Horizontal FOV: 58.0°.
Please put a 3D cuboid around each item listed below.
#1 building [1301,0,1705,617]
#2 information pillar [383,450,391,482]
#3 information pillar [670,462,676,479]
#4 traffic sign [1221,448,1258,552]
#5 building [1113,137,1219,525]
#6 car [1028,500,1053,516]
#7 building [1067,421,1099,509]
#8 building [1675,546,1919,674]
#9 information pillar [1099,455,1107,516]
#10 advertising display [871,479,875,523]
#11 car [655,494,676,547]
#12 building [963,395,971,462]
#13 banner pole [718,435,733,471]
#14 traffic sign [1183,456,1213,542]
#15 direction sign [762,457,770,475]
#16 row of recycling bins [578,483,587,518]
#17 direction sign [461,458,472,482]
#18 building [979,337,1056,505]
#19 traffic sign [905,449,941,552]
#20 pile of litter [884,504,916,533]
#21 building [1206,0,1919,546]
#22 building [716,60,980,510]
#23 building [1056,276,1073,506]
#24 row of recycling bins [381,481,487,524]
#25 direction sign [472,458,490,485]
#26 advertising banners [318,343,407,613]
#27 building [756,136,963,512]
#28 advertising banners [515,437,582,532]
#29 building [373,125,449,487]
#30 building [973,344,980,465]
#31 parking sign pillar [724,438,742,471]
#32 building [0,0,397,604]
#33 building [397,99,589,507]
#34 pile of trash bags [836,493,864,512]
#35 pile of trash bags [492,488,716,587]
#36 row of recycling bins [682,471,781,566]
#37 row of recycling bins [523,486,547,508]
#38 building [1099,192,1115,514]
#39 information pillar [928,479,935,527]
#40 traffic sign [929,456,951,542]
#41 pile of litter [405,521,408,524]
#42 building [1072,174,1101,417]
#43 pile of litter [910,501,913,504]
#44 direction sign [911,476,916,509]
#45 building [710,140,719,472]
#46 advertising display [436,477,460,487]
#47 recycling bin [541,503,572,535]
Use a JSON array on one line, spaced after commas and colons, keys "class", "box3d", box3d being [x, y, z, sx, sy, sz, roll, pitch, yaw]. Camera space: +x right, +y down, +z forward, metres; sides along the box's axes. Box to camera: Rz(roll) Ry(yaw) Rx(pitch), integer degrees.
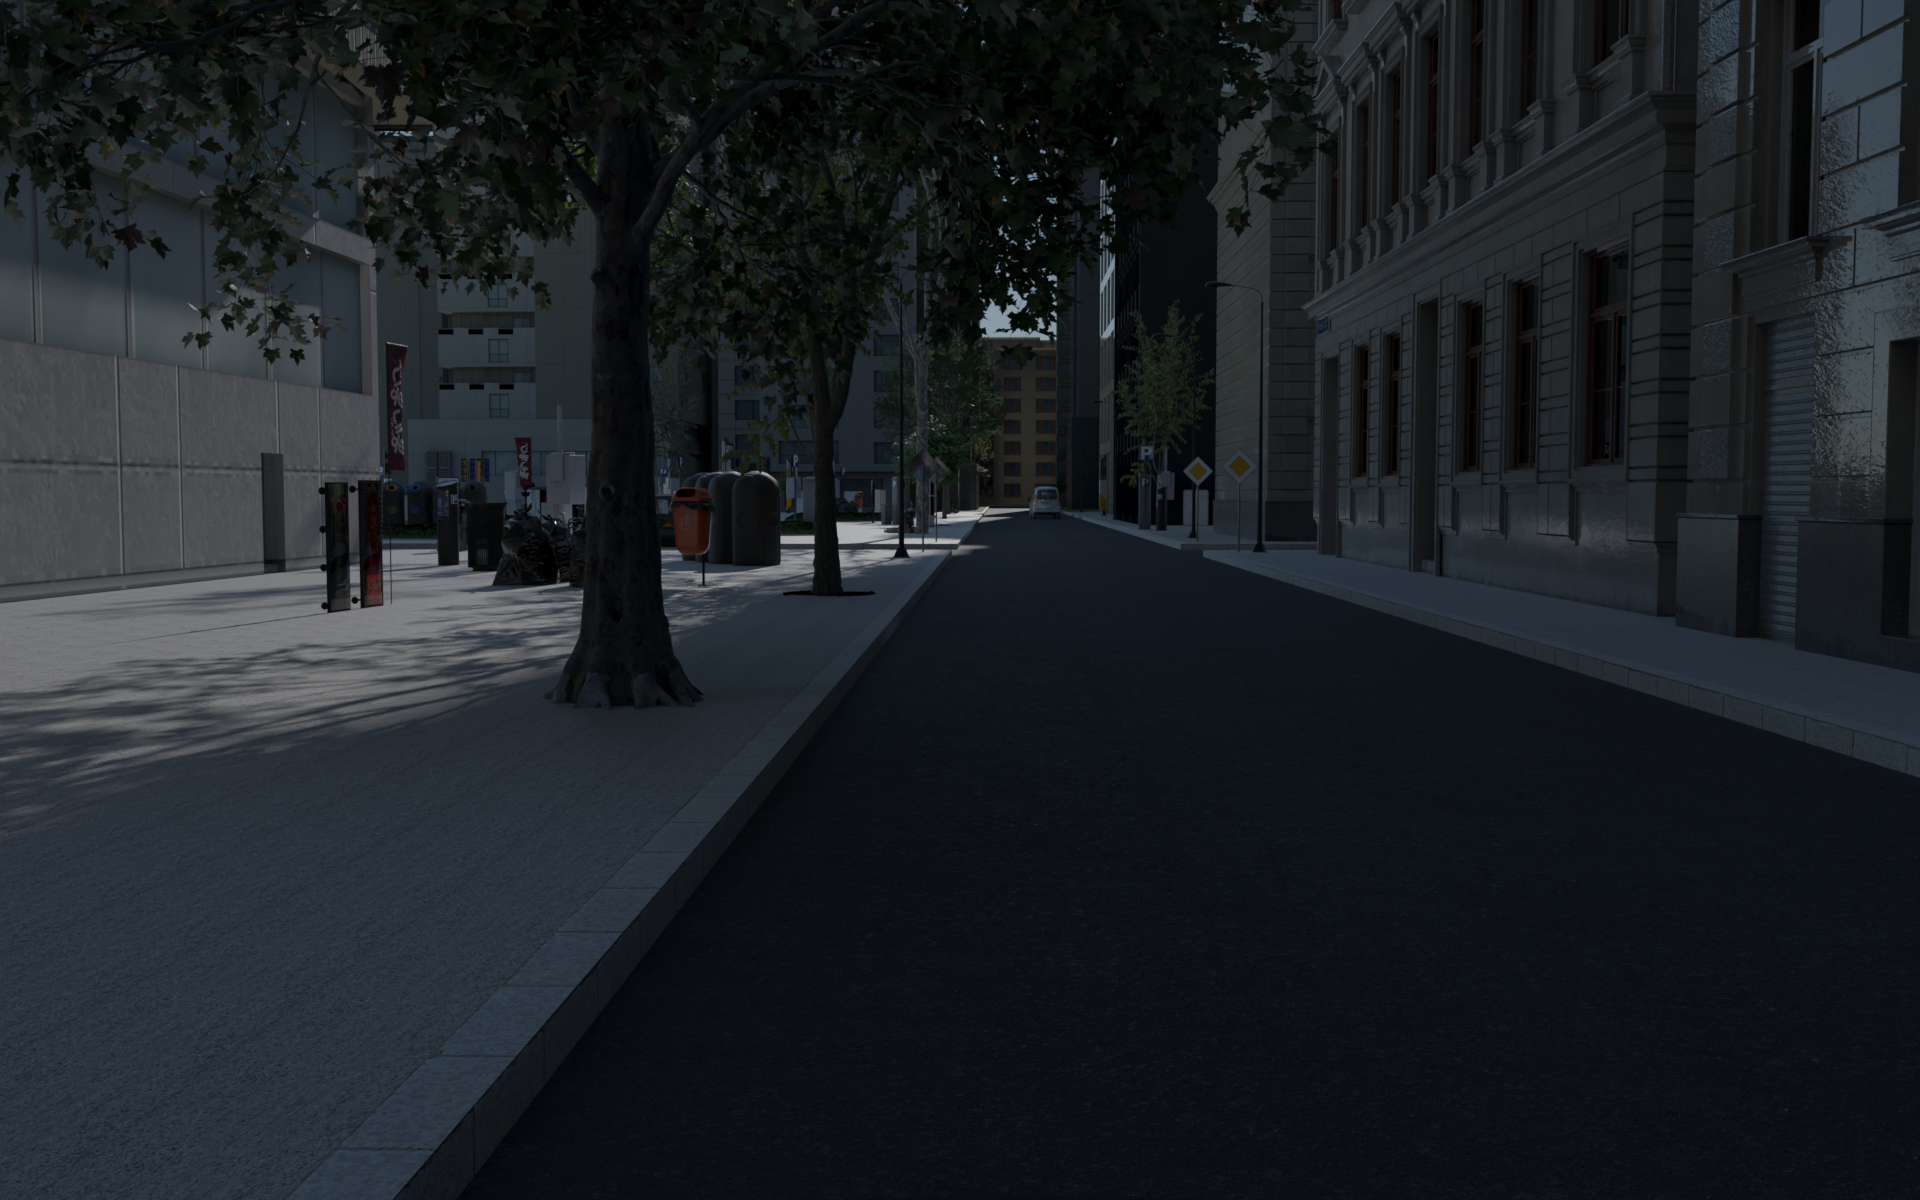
[{"class": "building", "box3d": [12.461, -11.673, 27.014, 11.583, 22.565, 21.152, 0, 4, 1]}, {"class": "information pillar", "box3d": [-30.636, -6.198, 92.696, 0.183, 3.616, 0.504, 2, 4, 25]}, {"class": "information pillar", "box3d": [-20.241, -7.992, 122.027, 0.504, 3.616, 0.183, 1, 4, 10]}, {"class": "traffic sign", "box3d": [6.127, -2.103, 38.034, 0.795, 2.450, 0.064, 0, 4, 1]}, {"class": "building", "box3d": [13.634, -15.185, 77.947, 12.332, 23.373, 15.834, 0, 4, 1]}, {"class": "car", "box3d": [5.324, -6.173, 110.516, 1.945, 1.707, 3.694, 0, 4, 1]}, {"class": "building", "box3d": [20.362, -50.406, 136.817, 22.319, 86.520, 31.000, 0, 4, 1]}, {"class": "building", "box3d": [12.310, -12.631, 3.782, 12.463, 27.353, 25.104, 0, 4, 1]}, {"class": "information pillar", "box3d": [8.526, -6.839, 103.167, 0.504, 3.616, 0.183, -2, 4, -30]}, {"class": "advertising display", "box3d": [-3.837, -4.354, 76.408, 0.123, 1.923, 0.974, 0, 4, -6]}, {"class": "car", "box3d": [-6.504, -1.961, 41.852, 4.222, 1.686, 2.009, 0, 4, 2]}, {"class": "building", "box3d": [-6.043, -23.970, 163.608, 14.160, 30.474, 14.107, 0, 4, 1]}, {"class": "banner pole", "box3d": [-10.056, -5.145, 74.145, 0.863, 3.779, 0.401, -2, 4, -30]}, {"class": "traffic sign", "box3d": [6.312, -2.592, 46.017, 0.795, 2.450, 0.064, 0, 4, 1]}, {"class": "direction sign", "box3d": [-11.872, -6.990, 106.289, 0.379, 3.537, 0.876, 2, 4, 25]}, {"class": "row of recycling bins", "box3d": [-13.831, -3.622, 66.335, 1.069, 1.692, 3.534, 3, 5, 40]}, {"class": "direction sign", "box3d": [-31.231, -7.219, 110.029, 0.876, 3.537, 0.379, -2, 4, -25]}, {"class": "building", "box3d": [-1.186, -22.848, 218.605, 28.899, 21.520, 27.650, 0, 4, 1]}, {"class": "traffic sign", "box3d": [-0.815, -2.115, 38.215, 0.795, 2.450, 0.064, 0, 4, 1]}, {"class": "pile of litter", "box3d": [-1.878, -2.633, 57.011, 1.176, 0.858, 1.719, -1, 4, -16]}, {"class": "building", "box3d": [20.477, -15.536, 51.284, 25.104, 27.353, 12.463, 0, 4, 1]}, {"class": "building", "box3d": [-8.648, -43.232, 145.094, 20.563, 71.187, 20.611, 0, 4, 1]}, {"class": "building", "box3d": [17.487, -30.922, 189.170, 14.154, 41.232, 14.086, 0, 4, 1]}, {"class": "row of recycling bins", "box3d": [-16.240, -2.828, 53.344, 3.534, 1.692, 1.069, 1, 4, 10]}, {"class": "direction sign", "box3d": [-30.212, -7.202, 109.755, 0.876, 3.537, 0.379, -3, 5, -41]}, {"class": "advertising banners", "box3d": [-6.686, -1.429, 19.558, 0.090, 3.025, 2.074, 1, 4, 8]}, {"class": "building", "box3d": [-7.199, -21.833, 128.676, 14.160, 30.474, 14.107, 0, 4, 1]}, {"class": "advertising banners", "box3d": [-12.695, -3.497, 53.371, 2.074, 3.025, 0.090, 0, 4, 6]}, {"class": "building", "box3d": [-62.048, -31.079, 191.731, 14.086, 41.232, 14.154, 0, 4, 1]}, {"class": "building", "box3d": [-4.976, -33.006, 189.751, 14.200, 45.320, 14.600, 0, 4, 1]}, {"class": "parking sign pillar", "box3d": [-10.886, -5.797, 83.253, 1.447, 3.967, 1.447, 1, 4, 16]}, {"class": "building", "box3d": [-23.440, -26.371, 20.399, 27.495, 52.752, 28.713, 0, 4, 1]}, {"class": "building", "box3d": [-40.433, -36.334, 183.300, 27.495, 52.752, 28.713, 0, 4, 1]}, {"class": "pile of trash bags", "box3d": [-6.415, -5.351, 97.249, 1.912, 1.369, 3.447, 2, 4, 26]}, {"class": "pile of trash bags", "box3d": [-4.954, -0.904, 24.532, 3.447, 1.369, 1.912, 2, 4, 25]}, {"class": "row of recycling bins", "box3d": [-4.337, -1.543, 32.343, 1.069, 1.692, 3.534, -2, 4, -28]}, {"class": "row of recycling bins", "box3d": [-26.757, -6.370, 111.267, 3.534, 1.692, 1.069, 3, 4, 38]}, {"class": "building", "box3d": [18.951, -18.275, 103.315, 19.350, 26.468, 34.151, 0, 4, 1]}, {"class": "information pillar", "box3d": [-1.185, -3.819, 66.929, 0.304, 2.012, 0.304, 3, 4, 38]}, {"class": "traffic sign", "box3d": [-0.630, -2.603, 46.198, 0.795, 2.450, 0.064, 0, 4, 1]}, {"class": "pile of litter", "box3d": [-20.053, -3.032, 63.545, 1.176, 0.858, 1.719, 3, 4, 38]}, {"class": "building", "box3d": [21.441, -38.253, 167.436, 21.231, 58.520, 28.212, 0, 4, 1]}, {"class": "pile of litter", "box3d": [-2.875, -5.009, 95.868, 1.719, 0.858, 1.176, 1, 4, 16]}, {"class": "direction sign", "box3d": [-2.583, -6.541, 98.941, 0.379, 3.537, 0.876, 2, 4, 24]}, {"class": "building", "box3d": [-19.470, -31.026, 190.866, 14.086, 41.232, 14.154, 0, 4, 1]}, {"class": "advertising display", "box3d": [-19.213, -3.659, 65.031, 0.123, 1.923, 0.974, 3, 5, 40]}, {"class": "recycling bin", "box3d": [-11.805, -2.334, 50.722, 0.722, 1.027, 0.722, 0, 4, 5]}]
